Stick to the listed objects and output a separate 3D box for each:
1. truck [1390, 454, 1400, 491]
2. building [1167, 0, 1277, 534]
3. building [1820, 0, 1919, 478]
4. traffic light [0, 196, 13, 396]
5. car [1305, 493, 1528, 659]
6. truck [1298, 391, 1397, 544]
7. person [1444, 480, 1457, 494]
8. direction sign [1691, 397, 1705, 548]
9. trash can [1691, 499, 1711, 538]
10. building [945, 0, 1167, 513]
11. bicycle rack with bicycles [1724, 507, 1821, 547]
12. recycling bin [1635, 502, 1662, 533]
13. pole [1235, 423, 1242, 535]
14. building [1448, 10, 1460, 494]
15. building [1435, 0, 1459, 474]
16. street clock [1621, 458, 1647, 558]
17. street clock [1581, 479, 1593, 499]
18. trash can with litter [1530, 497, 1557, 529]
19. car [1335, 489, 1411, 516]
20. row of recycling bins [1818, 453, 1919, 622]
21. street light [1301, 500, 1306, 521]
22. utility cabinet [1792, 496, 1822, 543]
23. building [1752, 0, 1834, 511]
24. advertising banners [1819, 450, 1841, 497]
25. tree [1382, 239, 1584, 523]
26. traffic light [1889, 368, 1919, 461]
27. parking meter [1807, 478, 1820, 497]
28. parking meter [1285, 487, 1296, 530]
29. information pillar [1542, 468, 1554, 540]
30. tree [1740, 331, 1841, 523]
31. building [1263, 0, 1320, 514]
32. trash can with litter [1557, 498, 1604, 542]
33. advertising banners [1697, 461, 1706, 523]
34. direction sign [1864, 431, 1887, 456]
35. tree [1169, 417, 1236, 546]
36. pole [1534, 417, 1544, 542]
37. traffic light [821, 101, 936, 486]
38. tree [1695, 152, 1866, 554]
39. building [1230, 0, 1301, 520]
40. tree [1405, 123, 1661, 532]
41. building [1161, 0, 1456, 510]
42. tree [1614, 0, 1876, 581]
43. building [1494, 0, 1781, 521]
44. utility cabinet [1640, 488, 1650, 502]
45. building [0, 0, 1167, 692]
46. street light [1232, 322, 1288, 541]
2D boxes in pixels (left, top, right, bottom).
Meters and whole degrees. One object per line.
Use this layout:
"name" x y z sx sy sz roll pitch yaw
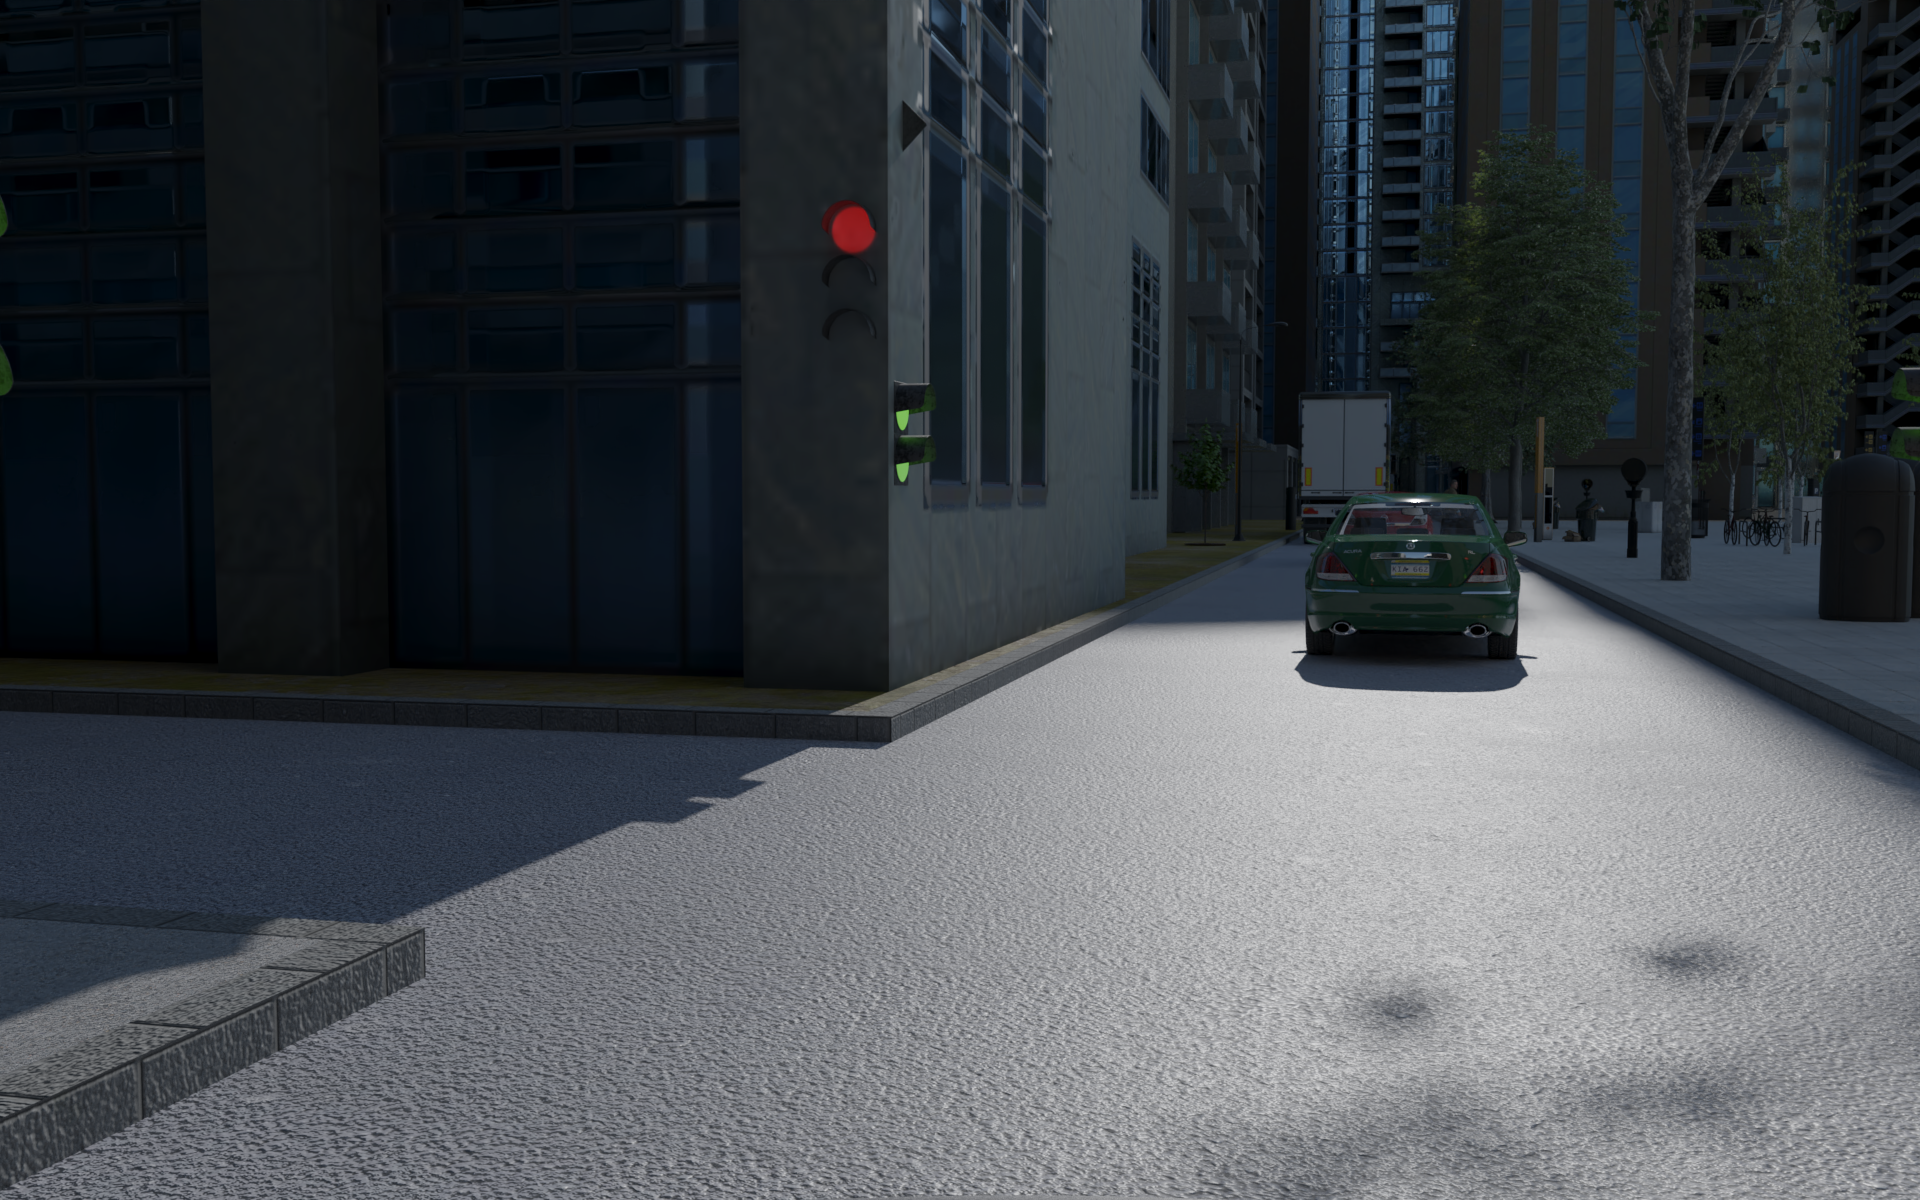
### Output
"truck" 30.738 -8.439 126.891 2.839 4.237 11.283 1 4 15
"building" -0.380 -27.268 65.437 23.786 49.044 30.456 1 4 14
"building" 79.250 -29.929 139.455 14.200 45.320 14.600 1 4 14
"traffic light" -2.507 -0.903 3.685 0.839 4.253 0.868 1 4 14
"car" 4.346 -0.294 16.600 2.131 1.459 4.920 1 4 15
"truck" 11.824 -3.901 52.690 2.839 4.237 11.283 1 4 14
"person" 13.994 -2.504 49.346 0.656 1.842 0.836 3 4 38
"direction sign" 17.074 -2.985 40.799 0.379 3.537 0.876 -3 4 -38
"trash can" 21.388 -2.361 50.260 0.748 1.137 0.748 0 3 0
"building" 16.689 -51.179 149.441 31.000 86.520 22.319 1 4 14
"bicycle rack with bicycles" 20.275 -1.810 42.982 2.852 0.926 2.925 1 4 20
"recycling bin" 22.806 -2.748 57.482 0.722 1.027 0.722 -3 5 -43
"pole" 8.036 -3.433 49.979 0.158 3.312 0.155 0 3 0
"building" 36.770 -20.327 104.050 14.160 30.474 14.107 1 4 14
"building" 50.859 -31.727 138.349 23.786 49.044 30.456 1 4 14
"street clock" 13.523 -1.848 34.784 0.471 2.002 0.358 2 4 29
"street clock" 29.303 -4.673 80.969 0.471 2.002 0.358 0 4 4
"trash can with litter" 21.323 -3.163 63.104 1.055 1.170 0.624 1 4 23
"car" 8.752 -1.617 35.470 2.155 1.783 4.494 1 4 15
"row of recycling bins" 10.229 -0.701 18.581 1.069 1.692 3.534 3 5 45
"street light" 16.706 -6.635 81.020 1.470 5.913 1.316 1 4 14
"utility cabinet" 22.304 -2.100 45.492 1.020 1.237 0.306 -2 4 -30
"building" 81.966 -33.432 166.227 30.456 49.044 23.786 1 4 14
"advertising banners" 34.532 -4.455 69.034 2.074 3.025 0.090 -2 4 -35
"tree" 22.962 -9.687 75.391 9.611 12.733 9.660 0 3 0
"traffic light" 5.822 -1.282 9.885 0.839 4.253 0.868 1 4 14
"parking meter" 31.791 -3.598 64.535 0.399 1.863 0.255 -2 4 -27
"parking meter" 11.771 -3.254 61.611 0.372 1.533 0.369 0 3 0
"information pillar" 16.300 -2.674 48.205 0.304 2.012 0.304 -1 4 -12
"tree" 36.847 -7.770 77.399 4.360 8.622 3.978 0 3 0
"building" 15.993 -28.301 112.826 14.600 45.320 14.200 1 4 14
"trash can with litter" 16.739 -2.152 46.566 1.055 1.170 0.624 -2 4 -31
"advertising banners" 27.125 -4.112 63.427 0.090 3.025 2.074 1 4 16
"direction sign" 33.111 -4.325 62.712 0.876 3.537 0.379 0 4 -8
"tree" 6.231 -2.974 43.228 1.663 3.219 1.824 0 3 0
"pole" 15.358 -3.186 45.941 0.158 3.312 0.155 0 3 0
"traffic light" -0.603 -1.377 11.440 0.839 4.253 0.868 1 4 14
"tree" 17.510 -5.279 36.678 4.737 8.622 4.395 0 3 0
"building" 8.703 -40.225 95.933 20.563 71.187 20.611 1 4 14
"tree" 17.685 -8.289 53.659 7.486 12.596 7.792 0 3 0
"building" 37.777 -52.751 175.152 31.000 86.520 22.319 1 4 14
"tree" 11.638 -10.287 24.087 12.611 20.169 13.585 0 3 0
"building" 33.303 -26.898 89.899 14.600 45.320 14.200 1 4 14
"utility cabinet" 24.383 -3.239 61.634 0.318 1.500 1.173 1 4 20
"building" -7.609 -43.645 26.262 22.319 86.520 31.000 1 4 14
"street light" 8.147 -4.555 47.018 1.470 5.913 1.316 1 4 14
